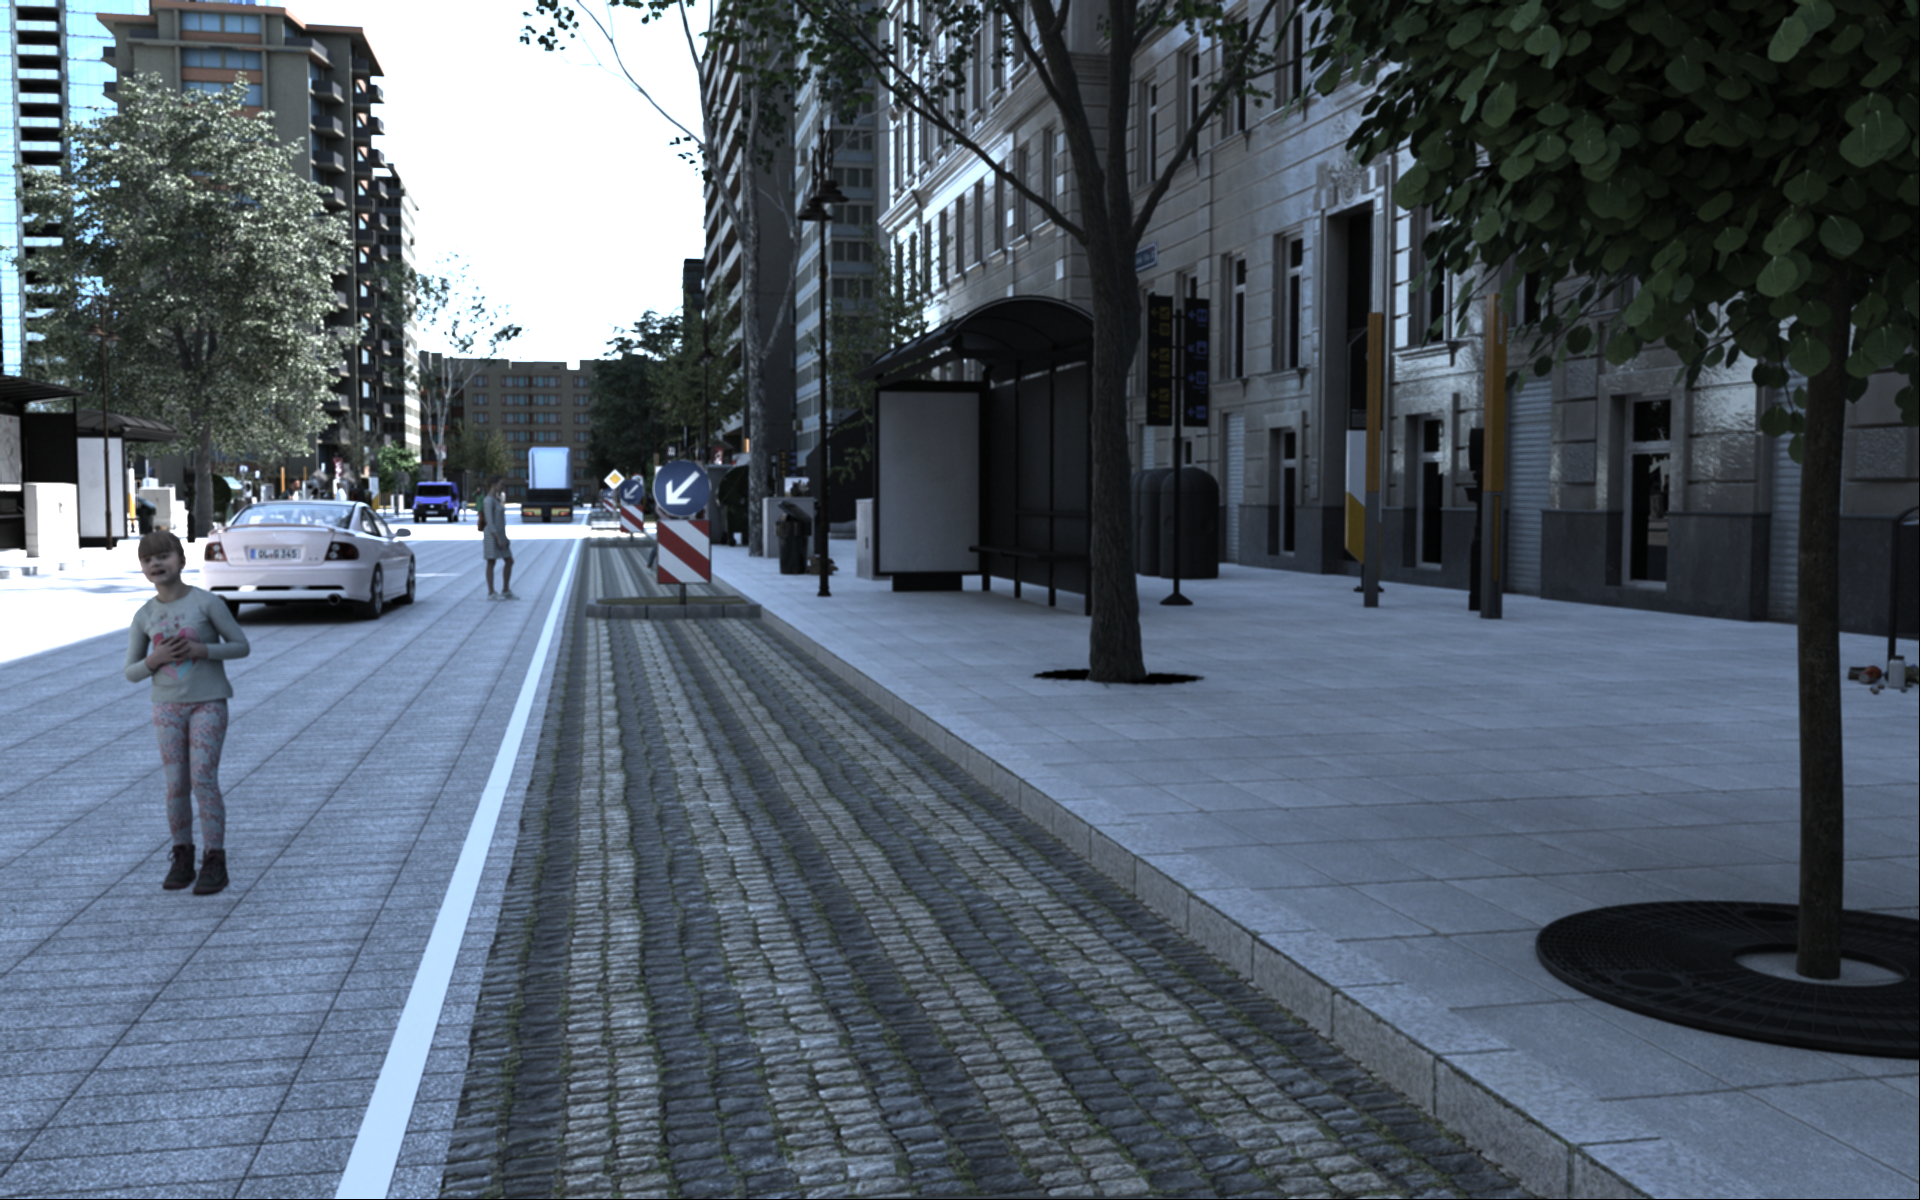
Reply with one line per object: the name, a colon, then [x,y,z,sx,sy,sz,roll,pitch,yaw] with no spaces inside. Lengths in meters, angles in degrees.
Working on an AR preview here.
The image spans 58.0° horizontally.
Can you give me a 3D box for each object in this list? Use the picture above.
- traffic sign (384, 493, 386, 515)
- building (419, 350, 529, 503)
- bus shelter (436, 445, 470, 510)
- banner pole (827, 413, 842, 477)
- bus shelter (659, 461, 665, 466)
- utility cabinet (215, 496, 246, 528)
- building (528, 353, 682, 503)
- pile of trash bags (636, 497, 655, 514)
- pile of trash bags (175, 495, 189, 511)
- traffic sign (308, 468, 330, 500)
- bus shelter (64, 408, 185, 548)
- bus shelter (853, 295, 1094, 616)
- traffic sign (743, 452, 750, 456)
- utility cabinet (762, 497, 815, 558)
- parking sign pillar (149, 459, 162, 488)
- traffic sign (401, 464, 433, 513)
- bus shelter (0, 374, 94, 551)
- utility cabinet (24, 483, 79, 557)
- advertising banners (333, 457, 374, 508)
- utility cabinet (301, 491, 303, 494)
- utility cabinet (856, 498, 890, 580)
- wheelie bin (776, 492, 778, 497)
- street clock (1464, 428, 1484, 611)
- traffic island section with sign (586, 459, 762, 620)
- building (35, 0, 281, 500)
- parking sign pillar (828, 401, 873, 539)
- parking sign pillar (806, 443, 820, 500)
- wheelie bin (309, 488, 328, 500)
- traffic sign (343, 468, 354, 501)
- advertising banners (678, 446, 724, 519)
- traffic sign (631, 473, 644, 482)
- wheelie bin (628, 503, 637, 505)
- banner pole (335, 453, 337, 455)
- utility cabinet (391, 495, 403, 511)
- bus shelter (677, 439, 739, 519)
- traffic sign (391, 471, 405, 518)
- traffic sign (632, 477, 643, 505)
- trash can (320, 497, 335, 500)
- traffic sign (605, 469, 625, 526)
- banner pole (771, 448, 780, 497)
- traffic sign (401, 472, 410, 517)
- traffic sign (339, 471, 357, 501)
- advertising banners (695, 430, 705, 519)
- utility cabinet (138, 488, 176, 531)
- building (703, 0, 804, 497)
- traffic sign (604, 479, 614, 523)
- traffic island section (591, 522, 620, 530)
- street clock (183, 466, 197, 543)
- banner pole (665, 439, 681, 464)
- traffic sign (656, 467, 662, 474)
traffic sign: [-35.609,-6.549,107.184,0.768,2.556,0.104,0,4,-6]
building: [-76.018,-24.717,249.167,28.899,21.520,27.650,-1,4,-12]
bus shelter: [-42.175,-10.185,144.158,2.179,5.291,8.768,-1,4,-12]
banner pole: [-3.879,-3.886,53.560,0.863,3.779,0.401,3,4,36]
bus shelter: [-16.728,-6.537,100.796,2.014,3.302,5.546,-1,4,-12]
utility cabinet: [-26.697,-3.195,63.400,1.020,1.237,0.306,-3,4,-37]
building: [-47.560,-25.029,254.264,28.899,21.520,27.650,-1,4,-12]
pile of trash bags: [-19.191,-6.136,110.079,1.912,1.369,3.447,2,4,23]
pile of trash bags: [-60.508,-7.693,135.531,1.912,1.369,3.447,2,4,23]
traffic sign: [-24.706,-3.864,66.812,0.795,2.450,0.064,-1,4,-12]
bus shelter: [-21.236,-3.045,43.715,2.014,3.302,5.546,-1,4,-12]
bus shelter: [0.163,-1.617,20.369,2.014,3.302,5.546,-1,4,-12]
traffic sign: [-6.484,-3.235,53.005,0.768,2.556,0.104,0,4,-5]
utility cabinet: [-3.464,-1.458,34.994,1.020,1.237,0.306,-2,4,-29]
parking sign pillar: [-57.721,-8.304,124.236,1.447,3.967,1.447,0,4,-6]
traffic sign: [-37.358,-7.652,118.977,2.265,3.308,0.079,0,4,-5]
bus shelter: [-20.156,-2.786,36.830,1.731,3.624,6.357,-1,4,-12]
utility cabinet: [-18.394,-1.615,35.092,0.318,1.500,1.173,1,4,10]
advertising banners: [-28.942,-5.288,82.639,0.090,3.025,2.074,3,5,40]
utility cabinet: [-42.663,-6.294,111.582,1.173,1.500,0.318,2,4,28]
utility cabinet: [-1.322,-0.920,26.199,0.306,1.237,1.020,-1,4,-17]
wheelie bin: [-12.210,-6.404,112.619,0.980,1.594,0.693,-2,4,-30]
street clock: [5.717,-0.885,19.045,0.358,2.002,0.471,1,4,21]
traffic island section with sign: [-3.447,-0.734,20.631,1.989,1.847,2.006,-1,4,-12]
building: [-105.134,-56.532,236.962,31.000,86.520,22.319,-1,4,-12]
parking sign pillar: [-3.056,-3.733,49.502,1.447,3.967,1.447,0,4,7]
parking sign pillar: [-6.952,-5.891,84.782,1.447,3.967,1.447,3,5,42]
wheelie bin: [-31.618,-4.744,85.466,0.693,1.594,0.980,1,4,20]
traffic sign: [-30.539,-5.263,86.150,0.768,2.556,0.104,0,4,-3]
advertising banners: [-9.328,-4.040,62.249,2.074,3.025,0.090,-3,5,-40]
traffic sign: [-19.244,-6.317,103.386,0.768,2.556,0.104,0,4,-6]
wheelie bin: [-23.308,-7.063,123.392,0.693,1.594,0.980,2,4,32]
banner pole: [-37.750,-7.020,104.799,0.401,3.779,0.863,-1,4,-22]
utility cabinet: [-44.061,-7.608,135.555,0.306,1.237,1.020,2,4,30]
bus shelter: [-9.661,-4.425,66.276,2.014,3.302,5.546,-1,4,-12]
traffic sign: [-30.744,-5.783,94.650,0.768,2.556,0.104,-1,4,-9]
traffic sign: [-18.507,-5.953,99.455,0.606,2.300,0.079,0,4,-7]
trash can: [-26.926,-3.811,73.961,0.748,1.137,0.748,0,3,0]
traffic sign: [-13.750,-4.004,69.103,0.795,2.450,0.064,-1,4,-12]
banner pole: [-10.027,-6.385,94.404,0.401,3.779,0.863,2,4,35]
traffic sign: [-31.571,-6.005,98.281,0.768,2.556,0.104,-1,4,-10]
traffic sign: [-26.361,-4.341,74.624,0.795,2.450,0.064,-1,4,-12]
advertising banners: [-7.258,-3.182,48.215,0.090,3.025,2.074,0,4,-4]
utility cabinet: [-27.840,-3.141,60.027,1.173,1.500,0.318,0,4,5]
building: [-13.141,-33.212,166.720,21.300,48.544,21.600,-1,4,-12]
traffic sign: [-15.405,-4.482,76.915,0.795,2.450,0.064,-1,4,-12]
traffic island section: [-15.383,-3.347,76.997,2.009,0.180,2.903,-1,4,-12]
street clock: [-20.071,-2.483,45.162,0.358,2.002,0.471,-2,4,-32]
banner pole: [-12.785,-5.354,77.562,0.863,3.779,0.401,-1,4,-14]
traffic sign: [-10.809,-3.737,63.227,0.606,2.300,0.079,-1,4,-10]
